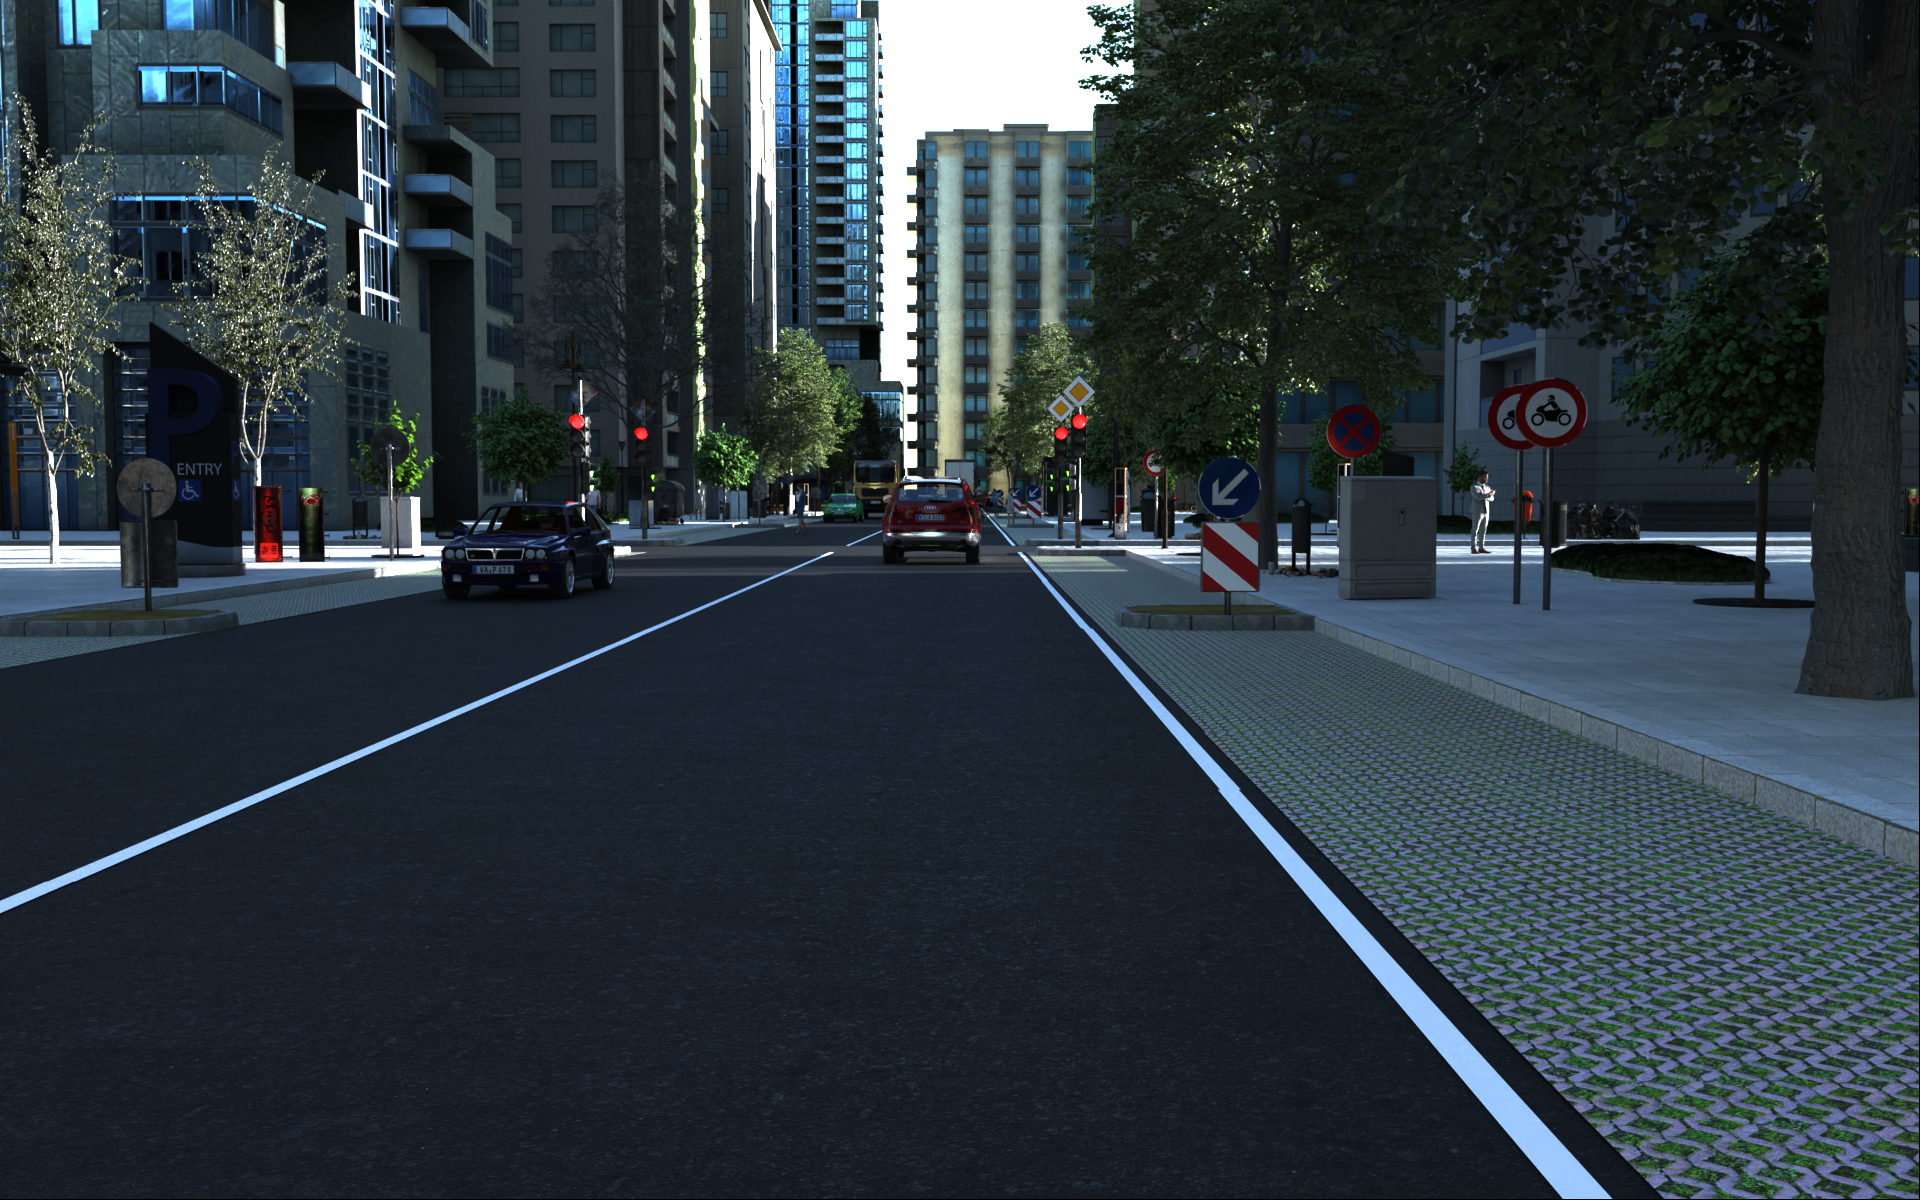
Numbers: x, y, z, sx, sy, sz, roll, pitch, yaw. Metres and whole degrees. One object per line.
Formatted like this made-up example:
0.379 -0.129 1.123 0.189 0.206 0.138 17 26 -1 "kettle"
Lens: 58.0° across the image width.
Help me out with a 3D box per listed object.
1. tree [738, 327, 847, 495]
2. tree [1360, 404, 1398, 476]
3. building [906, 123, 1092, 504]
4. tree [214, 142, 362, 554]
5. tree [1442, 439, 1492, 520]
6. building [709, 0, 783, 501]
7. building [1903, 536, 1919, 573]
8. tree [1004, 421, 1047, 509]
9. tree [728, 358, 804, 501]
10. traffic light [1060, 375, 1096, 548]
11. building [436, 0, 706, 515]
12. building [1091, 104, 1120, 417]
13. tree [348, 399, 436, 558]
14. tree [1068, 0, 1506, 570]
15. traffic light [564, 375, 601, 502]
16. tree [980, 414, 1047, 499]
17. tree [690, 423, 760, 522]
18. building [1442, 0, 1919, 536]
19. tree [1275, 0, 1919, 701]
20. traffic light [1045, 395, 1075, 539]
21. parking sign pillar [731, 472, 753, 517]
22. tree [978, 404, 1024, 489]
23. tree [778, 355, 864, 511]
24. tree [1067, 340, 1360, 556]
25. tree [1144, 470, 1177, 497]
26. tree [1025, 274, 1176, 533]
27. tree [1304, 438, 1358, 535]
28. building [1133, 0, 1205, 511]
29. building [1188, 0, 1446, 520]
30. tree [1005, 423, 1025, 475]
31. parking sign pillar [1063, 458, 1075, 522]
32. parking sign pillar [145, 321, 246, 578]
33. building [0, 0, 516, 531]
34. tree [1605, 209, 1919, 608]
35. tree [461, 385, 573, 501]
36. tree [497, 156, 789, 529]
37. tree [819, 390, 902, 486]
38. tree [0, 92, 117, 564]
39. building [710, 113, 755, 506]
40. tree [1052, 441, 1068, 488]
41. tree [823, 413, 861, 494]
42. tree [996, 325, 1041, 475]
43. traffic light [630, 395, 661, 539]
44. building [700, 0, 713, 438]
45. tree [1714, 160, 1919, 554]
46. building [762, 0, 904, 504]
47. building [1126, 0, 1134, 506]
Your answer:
-11.271 -12.211 117.775 7.486 12.596 7.792 0 3 0 "tree"
13.504 -4.636 59.515 4.285 4.588 4.351 0 3 0 "tree"
8.412 -37.122 226.552 30.456 49.044 23.786 0 4 0 "building"
-14.995 -5.295 36.938 4.360 8.622 3.978 0 3 0 "tree"
17.880 -4.094 61.541 1.663 3.219 1.824 0 3 0 "tree"
-33.210 -35.925 176.606 27.495 52.752 28.713 0 4 0 "building"
25.275 -29.081 17.474 21.231 58.520 28.212 0 4 0 "building"
5.824 -11.925 145.340 4.360 8.622 3.978 0 3 0 "tree"
-10.806 -8.776 93.858 4.360 8.622 3.978 0 3 0 "tree"
2.790 -3.187 41.023 0.839 4.253 0.868 0 4 0 "traffic light"
-23.515 -25.740 104.445 14.154 41.232 14.086 0 4 0 "building"
20.933 -30.653 184.776 14.154 41.232 14.086 0 4 0 "building"
-11.311 -2.476 35.089 1.663 3.219 1.824 0 3 0 "tree"
5.642 -6.792 29.180 7.486 12.596 7.792 0 3 0 "tree"
-8.971 -3.189 41.064 0.839 4.253 0.868 0 4 0 "traffic light"
5.916 -15.572 189.021 8.767 10.594 7.601 -3 4 -36 "tree"
-10.856 -5.862 79.564 4.285 4.588 4.351 0 3 0 "tree"
35.437 -32.076 66.438 28.212 58.520 21.231 0 4 0 "building"
5.853 -6.361 10.656 9.857 13.997 8.962 0 3 0 "tree"
2.829 -3.675 49.008 0.839 4.253 0.868 0 4 0 "traffic light"
-12.514 -6.776 99.263 1.447 3.967 1.447 3 5 43 "parking sign pillar"
5.603 -16.742 199.490 9.928 11.665 9.643 0 3 0 "tree"
-10.744 -12.482 129.840 9.928 11.665 9.643 0 3 0 "tree"
5.206 -3.213 36.253 4.285 4.588 4.351 0 3 0 "tree"
9.598 -5.369 82.380 1.663 3.219 1.824 0 3 0 "tree"
5.397 -6.535 57.211 4.737 8.622 4.395 0 3 0 "tree"
11.605 -3.645 54.201 1.663 3.219 1.824 0 3 0 "tree"
20.782 -27.901 139.775 14.154 41.232 14.086 0 4 0 "building"
25.047 -29.227 97.462 23.786 49.044 30.456 0 4 0 "building"
5.885 -11.496 138.324 4.737 8.622 4.395 0 3 0 "tree"
5.424 -5.563 79.419 1.447 3.967 1.447 0 4 -2 "parking sign pillar"
-11.988 -2.361 27.078 1.447 3.967 1.447 0 4 -3 "parking sign pillar"
-32.478 -46.480 72.620 22.319 86.520 31.000 0 4 0 "building"
9.354 -2.217 19.968 4.285 4.588 4.351 0 3 0 "tree"
-13.321 -4.204 52.455 4.285 4.588 4.351 0 3 0 "tree"
-11.652 -9.370 63.564 12.009 13.543 11.850 0 3 0 "tree"
-11.072 -16.478 186.414 9.611 12.733 9.660 0 3 0 "tree"
-16.615 -4.944 31.202 4.360 8.622 3.978 0 3 0 "tree"
-34.898 -28.086 151.088 32.217 40.220 23.993 0 4 0 "building"
5.387 -4.846 62.943 4.285 4.588 4.351 0 3 0 "tree"
-11.322 -12.665 157.429 4.737 8.622 4.395 0 3 0 "tree"
5.878 -12.043 115.023 7.486 12.596 7.792 0 3 0 "tree"
-8.932 -3.678 49.049 0.839 4.253 0.868 0 4 0 "traffic light"
-26.765 -29.409 130.941 14.600 45.320 14.200 0 4 0 "building"
18.231 -5.296 36.956 4.737 8.622 4.395 0 3 0 "tree"
-22.972 -55.811 225.183 31.000 86.520 22.319 0 4 0 "building"
24.738 -51.878 160.874 22.319 86.520 31.000 0 4 0 "building"
